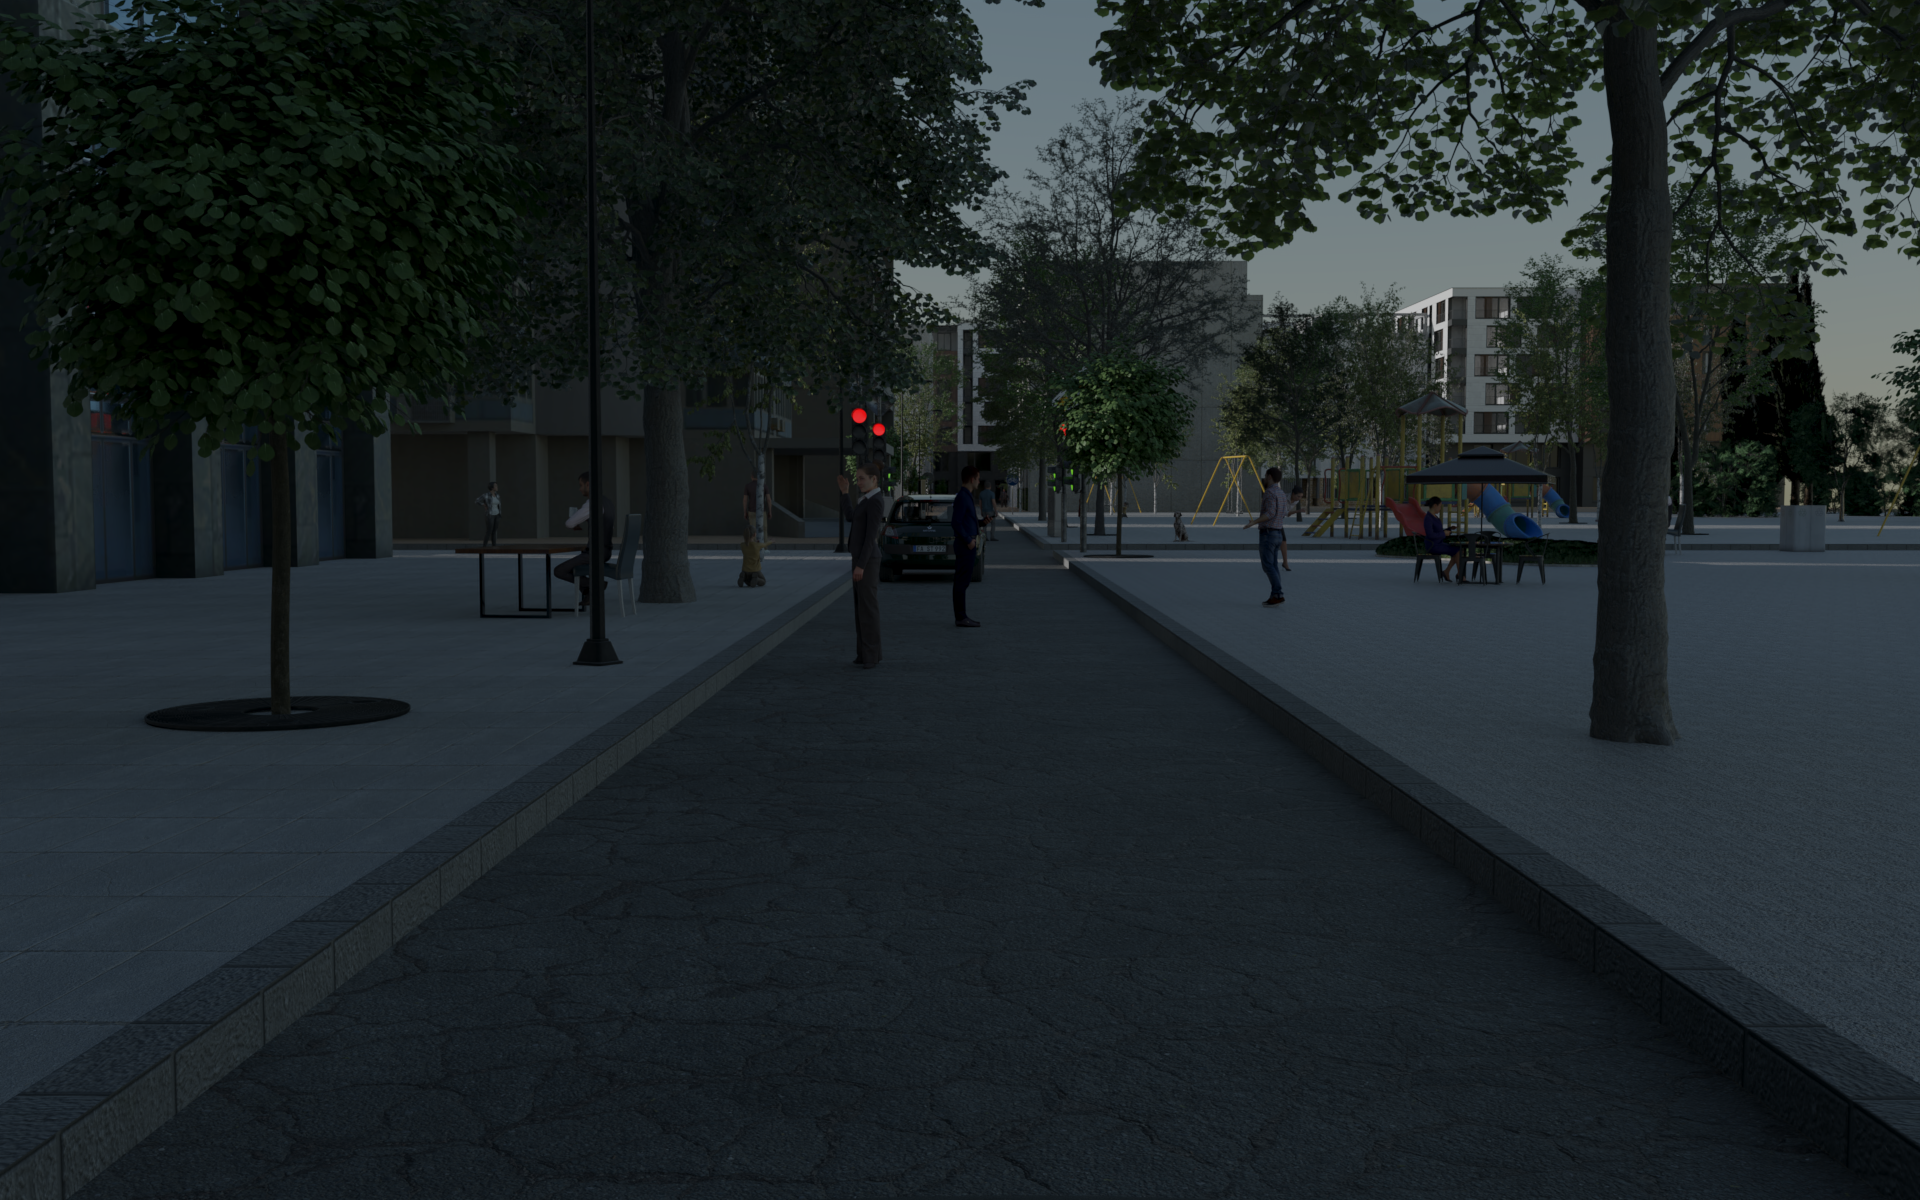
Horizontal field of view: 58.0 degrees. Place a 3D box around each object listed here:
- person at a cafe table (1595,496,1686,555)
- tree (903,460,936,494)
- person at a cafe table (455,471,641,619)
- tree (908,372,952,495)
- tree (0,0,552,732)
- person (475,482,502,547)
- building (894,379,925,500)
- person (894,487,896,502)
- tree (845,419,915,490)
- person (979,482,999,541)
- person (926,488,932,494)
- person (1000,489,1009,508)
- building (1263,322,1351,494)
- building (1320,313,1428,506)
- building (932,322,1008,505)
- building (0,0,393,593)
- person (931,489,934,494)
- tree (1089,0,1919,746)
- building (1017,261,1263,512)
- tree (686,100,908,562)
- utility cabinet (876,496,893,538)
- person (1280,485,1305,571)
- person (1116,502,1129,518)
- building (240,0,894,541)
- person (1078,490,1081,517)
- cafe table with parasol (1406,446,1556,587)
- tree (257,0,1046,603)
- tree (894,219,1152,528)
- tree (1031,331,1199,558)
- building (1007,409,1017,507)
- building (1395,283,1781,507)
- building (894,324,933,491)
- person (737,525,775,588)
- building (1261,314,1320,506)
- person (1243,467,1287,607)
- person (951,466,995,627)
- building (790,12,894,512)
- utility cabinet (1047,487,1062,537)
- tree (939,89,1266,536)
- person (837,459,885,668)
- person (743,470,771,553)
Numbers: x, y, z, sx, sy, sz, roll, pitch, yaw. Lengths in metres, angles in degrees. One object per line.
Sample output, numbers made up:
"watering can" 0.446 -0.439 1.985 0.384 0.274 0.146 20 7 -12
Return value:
"person at a cafe table" 14.521 -1.731 36.809 1.622 1.524 1.698 1 4 9
"tree" -2.579 -6.367 98.703 1.663 3.219 1.824 0 3 0
"person at a cafe table" -4.212 -0.600 18.325 1.622 1.524 1.698 0 4 8
"tree" -2.678 -9.510 105.850 4.737 8.622 4.395 0 3 0
"tree" -3.982 -1.597 9.832 4.285 4.588 4.351 0 3 0
"person" -11.615 -2.061 42.915 0.376 1.734 0.841 2 4 32
"building" -7.884 -11.843 135.784 9.099 9.664 28.070 0 4 0
"person" -4.386 -6.481 112.735 0.376 1.734 0.841 1 4 19
"tree" -3.525 -5.647 76.041 4.285 4.588 4.351 0 3 0
"person" 0.892 -2.705 52.860 0.598 1.807 0.434 3 5 44
"person" -2.296 -7.224 124.178 1.348 1.821 0.705 -2 4 -35
"person" 4.214 -9.656 164.475 0.990 1.755 0.434 -1 4 -19
"building" 30.263 -22.987 219.817 32.646 21.610 27.936 0 4 0
"building" 42.914 -20.234 187.248 11.380 20.091 16.016 0 4 0
"building" -2.382 -22.999 220.007 32.646 21.610 27.936 0 4 0
"building" -27.143 -43.363 21.655 31.000 86.520 22.319 0 4 0
"person" -2.753 -9.405 160.267 0.683 1.767 0.568 -3 5 -41
"tree" 3.131 -5.535 8.630 7.486 12.596 7.792 0 3 0
"building" 13.411 -16.728 139.962 16.747 18.905 31.486 0 4 0
"tree" -3.787 -5.049 32.916 4.737 8.622 4.395 0 3 0
"utility cabinet" -2.214 -2.389 50.219 0.306 1.237 1.020 -1 4 -17
"person" 5.400 -1.200 28.849 0.799 1.438 0.628 1 4 19
"person" 8.619 -4.781 92.136 0.695 0.859 0.347 1 4 9
"building" -18.598 -22.373 57.679 32.217 40.220 23.993 0 4 0
"person" 6.458 -5.103 91.951 0.387 1.526 0.523 -1 4 -10
"cafe table with parasol" 7.474 -1.220 24.811 2.610 1.966 2.610 -1 4 -12
"tree" -3.578 -6.942 20.151 9.857 13.997 8.962 0 3 0
"tree" 3.779 -8.589 66.179 9.928 11.665 9.643 0 3 0
"tree" 3.148 -3.144 35.121 4.285 4.588 4.351 0 3 0
"building" 9.385 -13.959 170.368 9.099 9.664 28.070 0 4 0
"building" 64.892 -20.661 181.786 32.646 21.610 27.936 0 4 0
"building" -18.855 -19.690 188.394 31.486 18.905 16.747 0 4 0
"person" -2.840 -0.614 24.007 0.347 0.859 0.695 1 4 16
"building" 31.543 -20.312 188.518 11.380 20.091 16.016 0 4 0
"person" 3.532 -0.718 19.746 0.435 1.587 0.963 1 4 22
"person" 0.124 -0.585 18.774 0.504 1.737 0.576 0 4 -7
"building" -14.504 -28.406 88.137 21.300 48.544 21.600 0 4 0
"utility cabinet" 2.852 -2.636 51.777 0.318 1.500 1.173 0 4 -7
"tree" 4.382 -8.720 52.939 12.009 13.543 11.850 0 3 0
"person" -0.886 -0.320 14.543 0.445 1.727 0.742 -3 5 -44
"person" -4.383 -1.919 37.550 0.598 1.807 0.434 0 4 4
